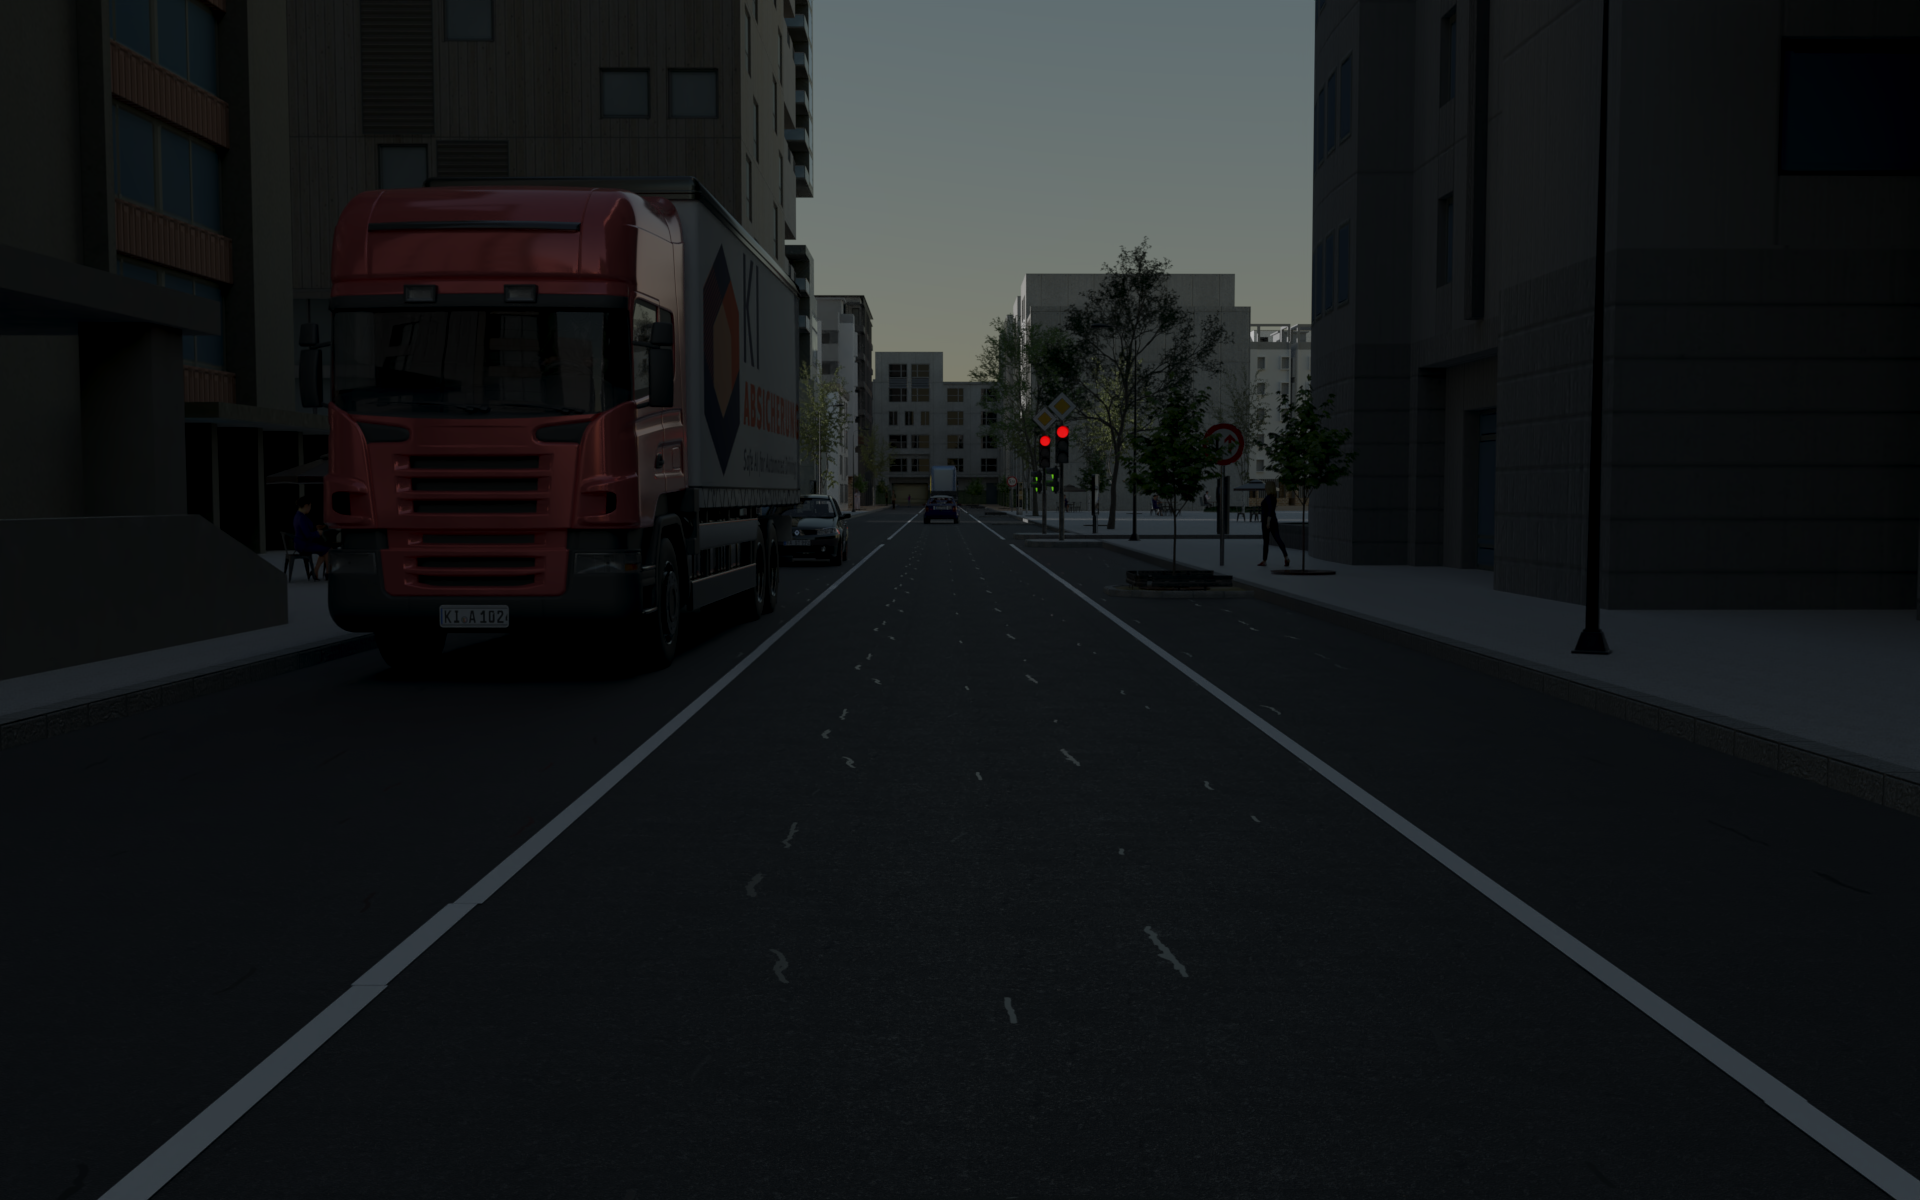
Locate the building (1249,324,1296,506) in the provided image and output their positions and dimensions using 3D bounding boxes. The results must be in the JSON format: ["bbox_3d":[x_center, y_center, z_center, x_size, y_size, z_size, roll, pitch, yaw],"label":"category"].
[{"bbox_3d":[30.818,-20.923,198.507,11.380,20.091,16.016,0,4,-1],"label":"building"}]

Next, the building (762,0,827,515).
[{"bbox_3d":[-19.527,-48.793,110.439,22.319,86.520,31.000,0,4,-1],"label":"building"}]

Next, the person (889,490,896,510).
[{"bbox_3d":[-6.191,-9.311,160.821,0.705,1.812,1.348,-2,4,-25],"label":"person"}]

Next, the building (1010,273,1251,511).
[{"bbox_3d":[13.549,-17.191,147.528,16.747,18.905,31.486,0,4,-1],"label":"building"}]

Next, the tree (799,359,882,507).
[{"bbox_3d":[-7.592,-8.776,93.845,4.737,8.622,4.395,0,3,0],"label":"tree"}]

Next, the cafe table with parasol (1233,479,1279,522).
[{"bbox_3d":[13.583,-4.557,79.369,2.610,1.966,2.610,-1,4,-18],"label":"cafe table with parasol"}]

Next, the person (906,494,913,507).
[{"bbox_3d":[-5.445,-10.594,184.942,0.991,1.433,0.599,-2,4,-25],"label":"person"}]

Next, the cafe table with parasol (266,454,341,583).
[{"bbox_3d":[-9.038,-1.268,25.592,2.610,1.966,2.610,1,4,22],"label":"cafe table with parasol"}]

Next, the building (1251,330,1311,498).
[{"bbox_3d":[34.134,-23.586,229.613,32.646,21.610,27.936,0,4,-1],"label":"building"}]

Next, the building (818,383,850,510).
[{"bbox_3d":[-13.805,-12.423,145.266,9.099,9.664,28.070,0,4,-1],"label":"building"}]

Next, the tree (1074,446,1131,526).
[{"bbox_3d":[5.566,-4.580,69.492,1.663,3.219,1.824,0,3,0],"label":"tree"}]

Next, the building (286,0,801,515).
[{"bbox_3d":[-21.398,-29.665,74.269,28.713,52.752,27.495,0,4,-1],"label":"building"}]

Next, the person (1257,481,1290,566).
[{"bbox_3d":[5.570,-1.353,30.709,0.613,1.512,0.480,1,4,19],"label":"person"}]

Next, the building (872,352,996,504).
[{"bbox_3d":[-10.616,-21.834,223.436,31.486,18.905,16.747,0,4,-1],"label":"building"}]

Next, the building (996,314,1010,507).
[{"bbox_3d":[12.900,-19.125,179.151,16.747,18.905,31.486,0,4,-1],"label":"building"}]

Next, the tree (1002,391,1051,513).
[{"bbox_3d":[4.511,-10.031,114.369,4.737,8.622,4.395,0,3,0],"label":"tree"}]

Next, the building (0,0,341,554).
[{"bbox_3d":[-28.312,-23.240,34.602,28.867,44.769,22.147,0,4,-1],"label":"building"}]

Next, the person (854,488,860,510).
[{"bbox_3d":[-8.106,-7.912,136.070,0.551,1.740,0.621,-1,4,-22],"label":"person"}]

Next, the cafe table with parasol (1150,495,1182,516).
[{"bbox_3d":[11.998,-5.872,100.865,2.610,1.966,2.610,-1,4,-13],"label":"cafe table with parasol"}]

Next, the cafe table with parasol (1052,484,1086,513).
[{"bbox_3d":[7.612,-7.091,120.796,2.610,1.966,2.610,3,4,38],"label":"cafe table with parasol"}]

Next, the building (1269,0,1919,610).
[{"bbox_3d":[17.515,-29.938,31.480,21.231,58.520,28.212,0,4,-1],"label":"building"}]

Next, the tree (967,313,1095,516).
[{"bbox_3d":[4.261,-10.631,99.571,9.928,11.665,9.643,0,3,0],"label":"tree"}]

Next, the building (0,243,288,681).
[{"bbox_3d":[-22.680,-19.384,8.816,32.217,40.220,23.993,0,4,-1],"label":"building"}]

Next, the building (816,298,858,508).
[{"bbox_3d":[-17.692,-18.849,164.593,16.016,20.091,11.380,0,4,-1],"label":"building"}]

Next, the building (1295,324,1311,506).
[{"bbox_3d":[42.443,-20.941,198.809,11.380,20.091,16.016,0,4,-1],"label":"building"}]

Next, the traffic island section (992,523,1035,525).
[{"bbox_3d":[2.471,-3.527,80.534,1.991,0.108,1.994,0,4,-1],"label":"traffic island section"}]

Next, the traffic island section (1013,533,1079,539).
[{"bbox_3d":[2.743,-2.054,55.871,2.009,0.180,2.903,0,4,-1],"label":"traffic island section"}]

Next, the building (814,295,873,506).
[{"bbox_3d":[-26.287,-21.266,191.670,32.646,21.610,27.936,0,4,-1],"label":"building"}]

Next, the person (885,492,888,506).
[{"bbox_3d":[-8.162,-11.367,191.983,0.705,1.812,1.348,-1,4,-10],"label":"person"}]

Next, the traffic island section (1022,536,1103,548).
[{"bbox_3d":[2.831,-1.566,47.886,2.009,0.180,2.903,0,4,-1],"label":"traffic island section"}]

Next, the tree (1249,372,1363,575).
[{"bbox_3d":[5.510,-2.016,27.556,1.663,3.219,1.824,0,3,0],"label":"tree"}]

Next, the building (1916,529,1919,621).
[{"bbox_3d":[20.927,-25.361,3.891,28.713,52.752,27.495,0,4,-1],"label":"building"}]
